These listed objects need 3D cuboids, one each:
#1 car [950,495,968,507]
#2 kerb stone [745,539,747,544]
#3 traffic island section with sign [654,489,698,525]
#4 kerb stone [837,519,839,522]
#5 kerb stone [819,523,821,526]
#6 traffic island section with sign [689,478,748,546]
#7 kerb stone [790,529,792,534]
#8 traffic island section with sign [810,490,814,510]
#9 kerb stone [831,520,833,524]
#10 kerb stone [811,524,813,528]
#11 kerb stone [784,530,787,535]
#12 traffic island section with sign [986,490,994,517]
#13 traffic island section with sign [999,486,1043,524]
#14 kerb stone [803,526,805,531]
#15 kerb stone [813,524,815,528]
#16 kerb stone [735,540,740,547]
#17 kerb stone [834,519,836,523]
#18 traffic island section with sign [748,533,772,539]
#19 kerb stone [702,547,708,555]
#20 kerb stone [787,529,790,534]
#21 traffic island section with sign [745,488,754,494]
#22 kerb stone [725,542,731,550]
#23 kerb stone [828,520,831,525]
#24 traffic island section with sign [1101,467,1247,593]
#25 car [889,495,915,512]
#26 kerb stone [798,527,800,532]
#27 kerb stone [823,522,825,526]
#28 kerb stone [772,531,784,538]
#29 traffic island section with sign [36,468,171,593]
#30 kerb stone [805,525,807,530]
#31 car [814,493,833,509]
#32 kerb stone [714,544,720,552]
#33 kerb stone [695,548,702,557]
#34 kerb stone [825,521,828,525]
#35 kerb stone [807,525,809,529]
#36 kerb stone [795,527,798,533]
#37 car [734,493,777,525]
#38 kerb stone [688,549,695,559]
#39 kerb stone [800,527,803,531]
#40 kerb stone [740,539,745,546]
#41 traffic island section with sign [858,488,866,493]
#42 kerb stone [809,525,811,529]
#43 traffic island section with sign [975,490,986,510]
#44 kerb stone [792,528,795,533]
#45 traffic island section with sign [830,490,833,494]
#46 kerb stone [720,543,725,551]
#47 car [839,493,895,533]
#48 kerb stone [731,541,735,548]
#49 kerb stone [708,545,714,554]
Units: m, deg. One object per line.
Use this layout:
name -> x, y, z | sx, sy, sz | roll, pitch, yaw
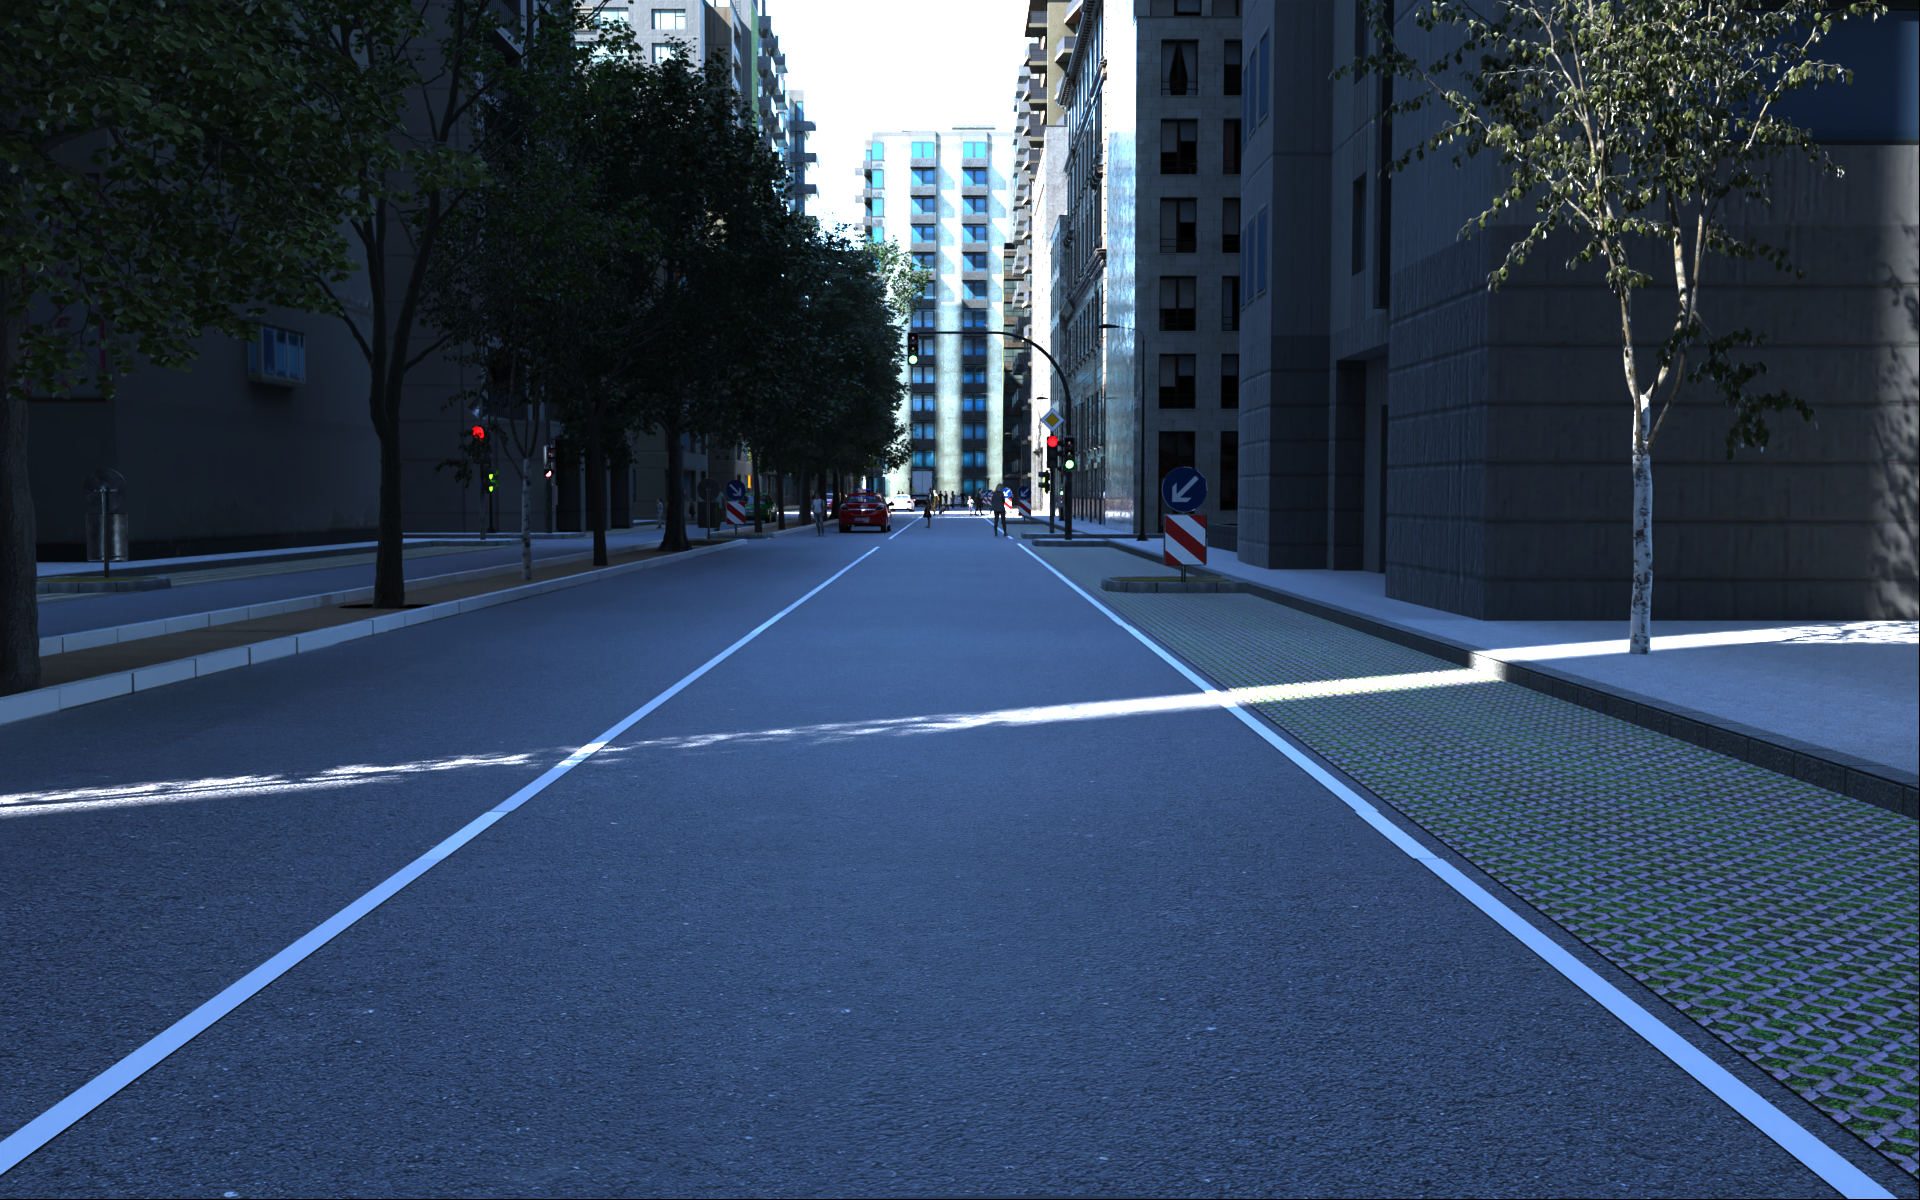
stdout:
car -> -0.149, -11.373, 198.303 | 2.083, 1.381, 4.827 | 0, 4, 2
kerb stone -> -6.126, -1.629, 48.823 | 0.120, 0.150, 1.000 | 0, 4, 0
traffic island section with sign -> -13.190, -4.435, 81.134 | 1.989, 1.847, 2.006 | 0, 4, 0
kerb stone -> -6.265, -3.920, 86.295 | 0.120, 0.150, 1.000 | 0, 4, 0
kerb stone -> -6.228, -3.232, 75.032 | 0.120, 0.150, 1.000 | 0, 4, 0
traffic island section with sign -> -7.174, -2.487, 48.800 | 2.006, 1.907, 1.989 | 0, 4, 0
kerb stone -> -6.179, -2.416, 61.724 | 0.120, 0.150, 1.000 | 0, 4, 0
traffic island section with sign -> -13.462, -9.167, 158.501 | 1.989, 1.847, 2.006 | 0, 4, 0
kerb stone -> -6.250, -3.670, 82.196 | 0.120, 0.150, 1.000 | 0, 4, 0
kerb stone -> -6.210, -2.981, 70.932 | 0.120, 0.150, 1.000 | 0, 4, 0
kerb stone -> -6.167, -2.289, 59.679 | 0.120, 0.150, 1.000 | 0, 4, 0
traffic island section with sign -> 2.826, -6.215, 110.239 | 1.989, 1.847, 2.006 | 0, 4, 0
traffic island section with sign -> 2.946, -4.524, 82.589 | 1.989, 1.847, 2.006 | 0, 4, 0
kerb stone -> -6.195, -2.729, 66.838 | 0.120, 0.150, 1.000 | 0, 4, 0
kerb stone -> -6.220, -3.044, 71.959 | 0.120, 0.150, 1.000 | 0, 4, 0
kerb stone -> -6.123, -1.503, 46.777 | 0.120, 0.150, 1.000 | 0, 4, 0
kerb stone -> -6.259, -3.791, 84.246 | 0.120, 0.150, 1.000 | 0, 4, 0
traffic island section with sign -> -7.191, -2.940, 56.207 | 2.006, 1.907, 1.989 | 0, 4, 0
kerb stone -> -6.098, -1.127, 40.627 | 0.120, 0.150, 1.000 | 0, 4, 0
kerb stone -> -6.169, -2.347, 60.702 | 0.120, 0.150, 1.000 | 0, 4, 0
traffic island section with sign -> -13.291, -6.159, 109.321 | 1.989, 1.847, 2.006 | 0, 4, 0
kerb stone -> -6.115, -1.373, 44.725 | 0.120, 0.150, 1.000 | 0, 4, 0
kerb stone -> -6.239, -3.607, 81.174 | 0.120, 0.150, 1.000 | 0, 4, 0
traffic island section with sign -> 3.139, -1.051, 25.815 | 1.989, 1.847, 2.006 | 0, 4, 0
car -> -4.673, -7.781, 139.576 | 2.083, 1.381, 4.827 | 0, 4, 2
kerb stone -> -6.191, -2.602, 64.791 | 0.120, 0.150, 1.000 | 0, 4, 0
kerb stone -> -6.223, -3.357, 77.077 | 0.120, 0.150, 1.000 | 0, 4, 0
kerb stone -> -6.163, -2.223, 58.646 | 0.120, 0.150, 1.000 | 0, 4, 0
traffic island section with sign -> -12.982, -1.051, 25.811 | 1.989, 1.847, 2.006 | 0, 4, 0
kerb stone -> -6.197, -2.793, 67.865 | 0.120, 0.150, 1.000 | 0, 4, 0
car -> -10.914, -8.179, 142.773 | 2.155, 1.783, 4.494 | 0, 3, 0
kerb stone -> -6.111, -1.252, 42.672 | 0.120, 0.150, 1.000 | 0, 4, 0
kerb stone -> -6.097, -1.065, 39.603 | 0.120, 0.150, 1.000 | 0, 4, 0
kerb stone -> -6.232, -3.482, 79.127 | 0.120, 0.150, 1.000 | 0, 4, 0
kerb stone -> -6.198, -2.848, 68.888 | 0.120, 0.150, 1.000 | 0, 4, 0
kerb stone -> -6.181, -2.539, 63.769 | 0.120, 0.150, 1.000 | 0, 4, 0
car -> -9.753, -4.505, 82.459 | 1.959, 1.807, 4.718 | 0, 4, -1
kerb stone -> -6.088, -1.001, 38.566 | 0.120, 0.150, 1.000 | 0, 4, 0
kerb stone -> -6.185, -2.664, 65.813 | 0.120, 0.150, 1.000 | 0, 4, 0
kerb stone -> -6.124, -1.566, 47.799 | 0.120, 0.150, 1.000 | 0, 4, 0
traffic island section with sign -> -7.472, -7.536, 131.346 | 2.006, 1.907, 1.989 | 0, 4, 0
kerb stone -> -6.205, -2.913, 69.910 | 0.120, 0.150, 1.000 | 0, 4, 0
traffic island section with sign -> 2.571, -10.868, 186.317 | 1.989, 1.847, 2.006 | 0, 4, 0
kerb stone -> -6.175, -2.480, 62.746 | 0.120, 0.150, 1.000 | 0, 4, 0
traffic island section with sign -> -13.558, -10.815, 185.456 | 1.989, 1.847, 2.006 | 0, 4, 0
kerb stone -> -6.113, -1.314, 43.696 | 0.120, 0.150, 1.000 | 0, 4, 0
car -> -3.576, -3.466, 65.705 | 2.155, 1.783, 4.494 | 0, 4, 1
kerb stone -> -6.125, -1.440, 45.747 | 0.120, 0.150, 1.000 | 0, 4, 0
kerb stone -> -6.105, -1.189, 41.650 | 0.120, 0.150, 1.000 | 0, 4, 0
